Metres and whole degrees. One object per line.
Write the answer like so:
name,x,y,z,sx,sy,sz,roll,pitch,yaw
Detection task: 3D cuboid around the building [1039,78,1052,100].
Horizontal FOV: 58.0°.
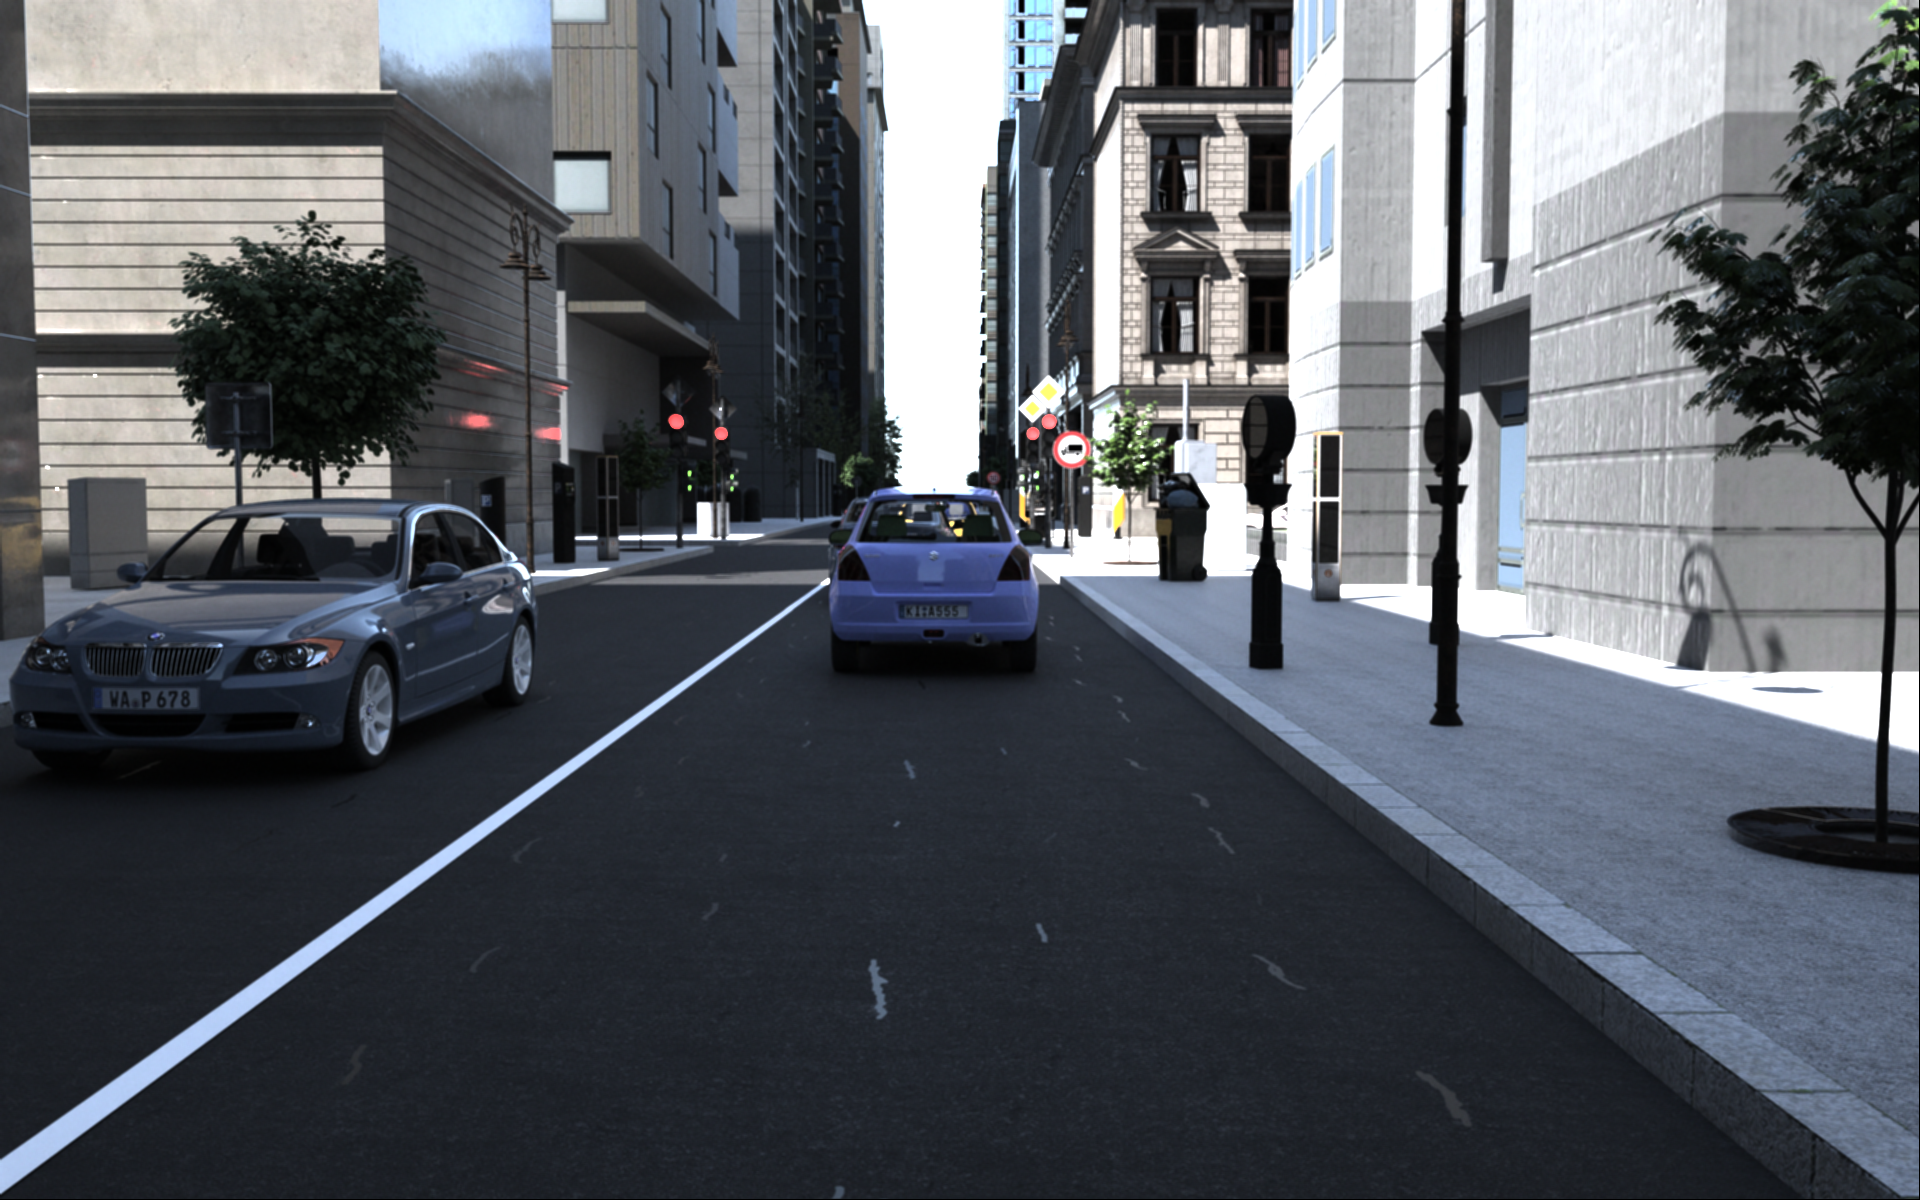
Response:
building,19.204,-28.373,155.774,32.217,40.220,23.993,0,4,0

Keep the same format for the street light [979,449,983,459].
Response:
street light,1.952,-10.184,139.292,0.468,5.910,1.993,0,4,0

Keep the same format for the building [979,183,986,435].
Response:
building,13.738,-35.756,239.227,22.147,44.769,28.867,0,4,0

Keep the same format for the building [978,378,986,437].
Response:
building,16.840,-25.953,269.374,27.650,21.520,28.899,0,4,0

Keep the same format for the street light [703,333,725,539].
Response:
street light,-7.060,-4.711,49.807,0.468,5.910,1.993,0,4,0

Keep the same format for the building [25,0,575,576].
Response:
building,-25.819,-13.085,33.032,34.723,24.649,14.460,0,4,0

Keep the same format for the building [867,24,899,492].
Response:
building,-19.840,-50.843,269.529,20.563,71.187,20.611,0,4,0

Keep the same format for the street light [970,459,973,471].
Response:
street light,1.652,-13.920,200.386,0.468,5.910,1.993,0,4,0

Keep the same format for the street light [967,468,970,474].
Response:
street light,1.489,-15.193,221.189,0.468,5.910,1.993,0,4,0

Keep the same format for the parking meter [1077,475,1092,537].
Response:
parking meter,3.727,-2.847,52.254,0.255,1.863,0.399,2,4,28

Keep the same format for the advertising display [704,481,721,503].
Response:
advertising display,-12.594,-5.089,88.419,0.974,1.923,0.123,0,4,7

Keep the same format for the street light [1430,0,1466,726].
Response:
street light,2.711,-2.244,9.474,0.468,5.910,1.993,0,4,0

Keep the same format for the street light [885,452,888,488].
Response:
street light,-7.965,-13.091,186.817,0.468,5.910,1.993,0,4,0

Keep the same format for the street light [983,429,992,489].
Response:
street light,2.087,-9.200,123.203,0.468,5.910,1.993,0,4,0

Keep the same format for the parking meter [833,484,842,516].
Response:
parking meter,-7.159,-5.796,100.472,0.399,1.863,0.255,1,4,16

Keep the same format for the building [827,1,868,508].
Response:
building,-15.718,-31.154,159.476,14.600,45.320,14.200,0,4,0

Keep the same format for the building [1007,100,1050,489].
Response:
building,9.431,-18.124,114.344,12.078,24.808,19.932,0,4,0

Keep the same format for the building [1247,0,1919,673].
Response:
building,15.782,-29.522,24.676,21.231,58.520,28.212,0,4,0

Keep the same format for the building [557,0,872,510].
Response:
building,-23.986,-36.158,180.415,28.713,52.752,27.495,0,4,0

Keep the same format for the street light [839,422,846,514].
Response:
street light,-7.458,-8.450,110.945,0.468,5.910,1.993,0,4,0

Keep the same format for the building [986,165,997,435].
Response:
building,10.218,-32.678,217.878,14.154,41.232,14.086,0,4,0

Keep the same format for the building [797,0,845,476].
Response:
building,-20.756,-29.562,137.970,22.147,44.769,28.867,0,4,0

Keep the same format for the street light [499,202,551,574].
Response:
street light,-6.933,-3.364,27.787,0.468,5.910,1.993,0,4,0

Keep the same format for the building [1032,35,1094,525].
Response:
building,8.814,-14.252,83.935,10.553,20.767,40.483,0,4,0

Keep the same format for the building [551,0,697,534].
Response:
building,-22.721,-28.904,61.812,28.713,52.752,27.495,0,4,0

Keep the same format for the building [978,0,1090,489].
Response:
building,13.335,-53.156,181.772,22.319,86.520,31.000,0,4,0

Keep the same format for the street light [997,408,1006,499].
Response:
street light,2.214,-7.335,92.709,0.468,5.910,1.993,0,4,0

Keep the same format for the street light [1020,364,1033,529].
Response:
street light,2.400,-5.435,61.655,0.468,5.910,1.993,0,4,0

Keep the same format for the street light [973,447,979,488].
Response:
street light,1.801,-12.055,169.892,0.468,5.910,1.993,0,4,0

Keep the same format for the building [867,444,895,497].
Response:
building,-25.571,-33.989,247.595,32.217,40.220,23.993,0,4,0

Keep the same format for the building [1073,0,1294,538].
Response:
building,13.574,-11.642,54.971,19.286,19.102,10.561,0,4,0

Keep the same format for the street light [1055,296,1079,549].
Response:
street light,2.508,-4.147,40.593,0.468,5.910,1.993,0,4,0

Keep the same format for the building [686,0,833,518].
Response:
building,-17.862,-40.486,100.195,20.563,71.187,20.611,0,4,0

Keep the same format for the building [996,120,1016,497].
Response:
building,9.847,-22.343,137.002,14.160,30.474,14.107,0,4,0

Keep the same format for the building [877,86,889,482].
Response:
building,-23.763,-38.672,221.527,28.713,52.752,27.495,0,4,0

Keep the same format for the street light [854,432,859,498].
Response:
street light,-7.588,-9.356,125.764,0.468,5.910,1.993,0,4,0

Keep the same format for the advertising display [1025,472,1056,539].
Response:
advertising display,2.319,-2.736,49.945,0.974,1.923,0.123,2,4,31

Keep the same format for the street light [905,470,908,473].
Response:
street light,-8.418,-18.221,270.703,0.468,5.910,1.993,0,4,0

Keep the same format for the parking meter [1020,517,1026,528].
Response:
parking meter,2.421,-3.683,65.924,0.255,1.863,0.399,0,4,-3

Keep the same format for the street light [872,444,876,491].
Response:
street light,-7.723,-11.224,156.306,0.468,5.910,1.993,0,4,0

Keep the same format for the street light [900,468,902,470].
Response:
street light,-8.182,-16.336,239.872,0.468,5.910,1.993,0,4,0

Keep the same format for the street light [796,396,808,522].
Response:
street light,-7.363,-6.585,80.450,0.468,5.910,1.993,0,4,0

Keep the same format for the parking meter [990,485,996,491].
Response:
parking meter,1.890,-5.714,99.138,0.255,1.863,0.399,2,4,26
